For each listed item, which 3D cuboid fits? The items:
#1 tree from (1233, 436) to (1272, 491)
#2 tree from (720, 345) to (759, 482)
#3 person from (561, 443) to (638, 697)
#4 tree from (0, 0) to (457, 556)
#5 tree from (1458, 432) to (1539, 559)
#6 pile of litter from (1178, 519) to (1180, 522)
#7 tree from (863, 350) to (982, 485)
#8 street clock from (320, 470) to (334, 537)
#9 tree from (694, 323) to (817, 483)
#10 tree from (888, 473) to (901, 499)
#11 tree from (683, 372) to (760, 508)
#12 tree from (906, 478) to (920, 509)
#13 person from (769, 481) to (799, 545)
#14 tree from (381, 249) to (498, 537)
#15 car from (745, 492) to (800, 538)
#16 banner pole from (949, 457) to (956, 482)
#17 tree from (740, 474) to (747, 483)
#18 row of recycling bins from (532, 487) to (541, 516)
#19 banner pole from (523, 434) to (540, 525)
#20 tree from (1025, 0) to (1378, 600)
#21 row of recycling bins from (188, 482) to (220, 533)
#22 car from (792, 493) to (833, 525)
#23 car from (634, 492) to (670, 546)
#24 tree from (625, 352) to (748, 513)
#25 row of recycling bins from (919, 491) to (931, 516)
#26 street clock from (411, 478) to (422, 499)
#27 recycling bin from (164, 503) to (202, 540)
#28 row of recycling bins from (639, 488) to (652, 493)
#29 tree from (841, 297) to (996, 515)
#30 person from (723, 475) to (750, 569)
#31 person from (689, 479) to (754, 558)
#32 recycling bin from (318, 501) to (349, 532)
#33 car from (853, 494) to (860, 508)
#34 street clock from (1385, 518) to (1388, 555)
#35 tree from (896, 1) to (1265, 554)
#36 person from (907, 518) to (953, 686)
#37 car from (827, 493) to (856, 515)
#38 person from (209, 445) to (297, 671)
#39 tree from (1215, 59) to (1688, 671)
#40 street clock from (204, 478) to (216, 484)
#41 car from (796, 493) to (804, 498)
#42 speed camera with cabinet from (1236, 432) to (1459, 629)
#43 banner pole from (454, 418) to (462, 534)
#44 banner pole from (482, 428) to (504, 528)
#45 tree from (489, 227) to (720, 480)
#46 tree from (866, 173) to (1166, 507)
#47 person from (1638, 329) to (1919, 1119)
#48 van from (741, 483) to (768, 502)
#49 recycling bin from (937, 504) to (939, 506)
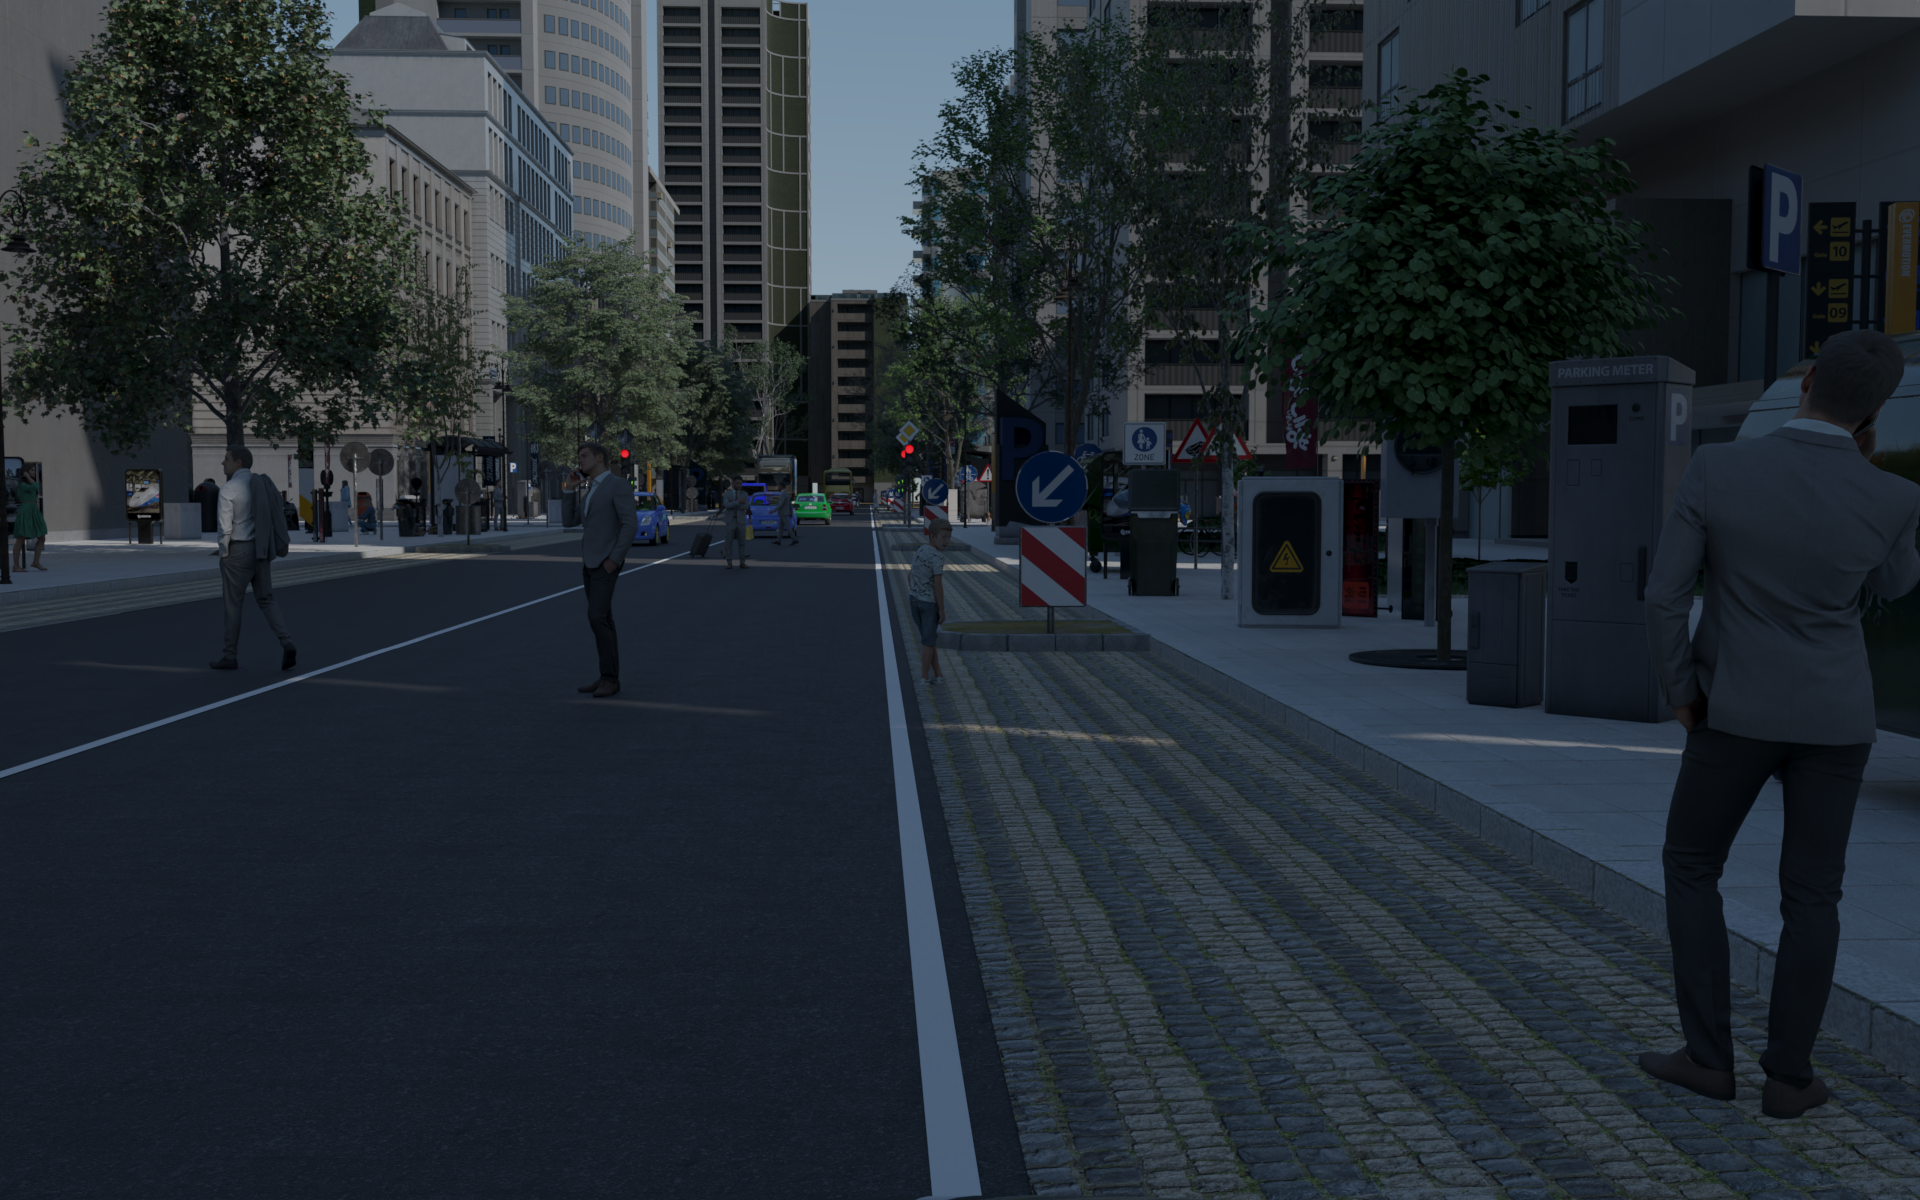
[{"bbox_3d":[9.565,-3.858,57.678,1.663,3.219,1.824,0,3,0],"label":"tree"},{"bbox_3d":[-20.633,-14.008,135.681,9.857,13.997,8.962,0,3,0],"label":"tree"},{"bbox_3d":[-2.595,-0.230,12.445,0.473,1.802,0.592,-2,4,-26],"label":"person"},{"bbox_3d":[-15.254,-7.277,35.989,9.611,12.733,9.660,0,3,0],"label":"tree"},{"bbox_3d":[9.112,-2.194,30.477,1.663,3.219,1.824,0,3,0],"label":"tree"},{"bbox_3d":[9.455,-3.961,78.731,1.176,0.858,1.719,0,4,-3],"label":"pile of litter"},{"bbox_3d":[-2.621,-13.124,131.582,9.611,12.733,9.660,0,3,0],"label":"tree"},{"bbox_3d":[-18.909,-2.887,51.772,0.358,2.002,0.471,-3,5,-42],"label":"street clock"},{"bbox_3d":[-23.342,-20.560,192.050,12.611,20.169,13.585,0,3,0],"label":"tree"},{"bbox_3d":[-6.635,-14.935,194.553,4.737,8.622,4.395,0,3,0],"label":"tree"},{"bbox_3d":[-21.521,-14.446,154.315,7.486,12.596,7.792,0,3,0],"label":"tree"},{"bbox_3d":[-4.377,-9.661,152.565,1.663,3.219,1.824,0,3,0],"label":"tree"},{"bbox_3d":[-4.924,-2.433,48.550,0.850,1.792,0.678,1,4,8],"label":"person"},{"bbox_3d":[-15.612,-6.185,51.483,4.737,8.622,4.395,0,3,0],"label":"tree"},{"bbox_3d":[-6.319,-2.949,57.803,1.945,1.707,3.694,0,4,-4],"label":"car"},{"bbox_3d":[-0.507,-7.773,117.104,0.401,3.779,0.863,3,5,41],"label":"banner pole"},{"bbox_3d":[-21.584,-10.740,170.201,1.663,3.219,1.824,0,3,0],"label":"tree"},{"bbox_3d":[-25.282,-5.808,102.071,1.069,1.692,3.534,-1,4,-19],"label":"row of recycling bins"},{"bbox_3d":[-17.925,-5.046,72.524,0.863,3.779,0.401,2,4,26],"label":"banner pole"},{"bbox_3d":[3.024,-4.309,20.814,4.360,8.622,3.978,0,3,0],"label":"tree"},{"bbox_3d":[-25.700,-3.117,58.069,3.534,1.692,1.069,0,4,-1],"label":"row of recycling bins"},{"bbox_3d":[-6.927,-4.417,81.022,1.959,1.807,4.718,0,4,-3],"label":"car"},{"bbox_3d":[-9.265,-2.415,49.079,1.945,1.707,3.694,0,4,-3],"label":"car"},{"bbox_3d":[-18.365,-11.007,114.379,8.767,10.594,7.601,-1,4,-11],"label":"tree"},{"bbox_3d":[-1.914,-5.877,103.203,1.069,1.692,3.534,0,4,1],"label":"row of recycling bins"},{"bbox_3d":[-23.744,-4.351,75.705,0.471,2.002,0.358,-1,4,-16],"label":"street clock"},{"bbox_3d":[-22.006,-2.231,49.033,0.722,1.027,0.722,2,4,28],"label":"recycling bin"},{"bbox_3d":[-21.601,-6.605,115.099,1.069,1.692,3.534,-3,5,-41],"label":"row of recycling bins"},{"bbox_3d":[-2.072,-11.974,106.139,12.009,13.543,11.850,0,3,0],"label":"tree"},{"bbox_3d":[-4.292,-1.506,33.300,0.511,1.800,0.466,-2,4,-32],"label":"person"},{"bbox_3d":[-5.333,-1.854,39.023,1.509,1.804,0.699,2,4,34],"label":"person"},{"bbox_3d":[-21.299,-2.831,58.844,0.722,1.027,0.722,2,4,27],"label":"recycling bin"},{"bbox_3d":[-11.141,-9.979,175.163,2.014,1.417,4.499,0,4,-5],"label":"car"},{"bbox_3d":[7.405,-1.535,29.665,0.358,2.002,0.471,3,5,40],"label":"street clock"},{"bbox_3d":[2.488,-6.801,36.945,9.928,11.665,9.643,0,3,0],"label":"tree"},{"bbox_3d":[-0.224,0.016,12.919,0.352,1.250,0.332,0,4,3],"label":"person"},{"bbox_3d":[-8.146,-6.675,118.170,2.155,1.783,4.494,0,4,-2],"label":"car"},{"bbox_3d":[-5.764,-0.338,14.128,0.850,1.850,0.679,2,4,23],"label":"person"},{"bbox_3d":[3.773,-1.797,13.089,4.285,4.588,4.351,0,3,0],"label":"tree"},{"bbox_3d":[-34.125,-4.540,78.791,0.358,2.002,0.471,2,4,30],"label":"street clock"},{"bbox_3d":[-15.770,-10.263,177.384,1.945,1.707,3.694,0,4,-2],"label":"car"},{"bbox_3d":[3.704,-1.363,16.624,2.038,3.252,0.660,0,4,8],"label":"speed camera with cabinet"},{"bbox_3d":[-16.028,-4.007,55.538,0.401,3.779,0.863,-1,4,-21],"label":"banner pole"},{"bbox_3d":[-17.638,-4.621,65.573,0.863,3.779,0.401,-1,4,-19],"label":"banner pole"},{"bbox_3d":[-16.949,-10.728,82.063,9.857,13.997,8.962,0,3,0],"label":"tree"},{"bbox_3d":[1.757,-7.066,49.943,8.767,10.594,7.601,-1,4,-15],"label":"tree"},{"bbox_3d":[1.901,0.283,4.052,0.592,1.802,0.473,2,4,33],"label":"person"},{"bbox_3d":[-11.462,-5.539,94.953,2.240,2.365,5.245,0,4,-5],"label":"van"},{"bbox_3d":[-0.807,-5.033,94.848,0.722,1.027,0.722,-1,4,-21],"label":"recycling bin"}]
